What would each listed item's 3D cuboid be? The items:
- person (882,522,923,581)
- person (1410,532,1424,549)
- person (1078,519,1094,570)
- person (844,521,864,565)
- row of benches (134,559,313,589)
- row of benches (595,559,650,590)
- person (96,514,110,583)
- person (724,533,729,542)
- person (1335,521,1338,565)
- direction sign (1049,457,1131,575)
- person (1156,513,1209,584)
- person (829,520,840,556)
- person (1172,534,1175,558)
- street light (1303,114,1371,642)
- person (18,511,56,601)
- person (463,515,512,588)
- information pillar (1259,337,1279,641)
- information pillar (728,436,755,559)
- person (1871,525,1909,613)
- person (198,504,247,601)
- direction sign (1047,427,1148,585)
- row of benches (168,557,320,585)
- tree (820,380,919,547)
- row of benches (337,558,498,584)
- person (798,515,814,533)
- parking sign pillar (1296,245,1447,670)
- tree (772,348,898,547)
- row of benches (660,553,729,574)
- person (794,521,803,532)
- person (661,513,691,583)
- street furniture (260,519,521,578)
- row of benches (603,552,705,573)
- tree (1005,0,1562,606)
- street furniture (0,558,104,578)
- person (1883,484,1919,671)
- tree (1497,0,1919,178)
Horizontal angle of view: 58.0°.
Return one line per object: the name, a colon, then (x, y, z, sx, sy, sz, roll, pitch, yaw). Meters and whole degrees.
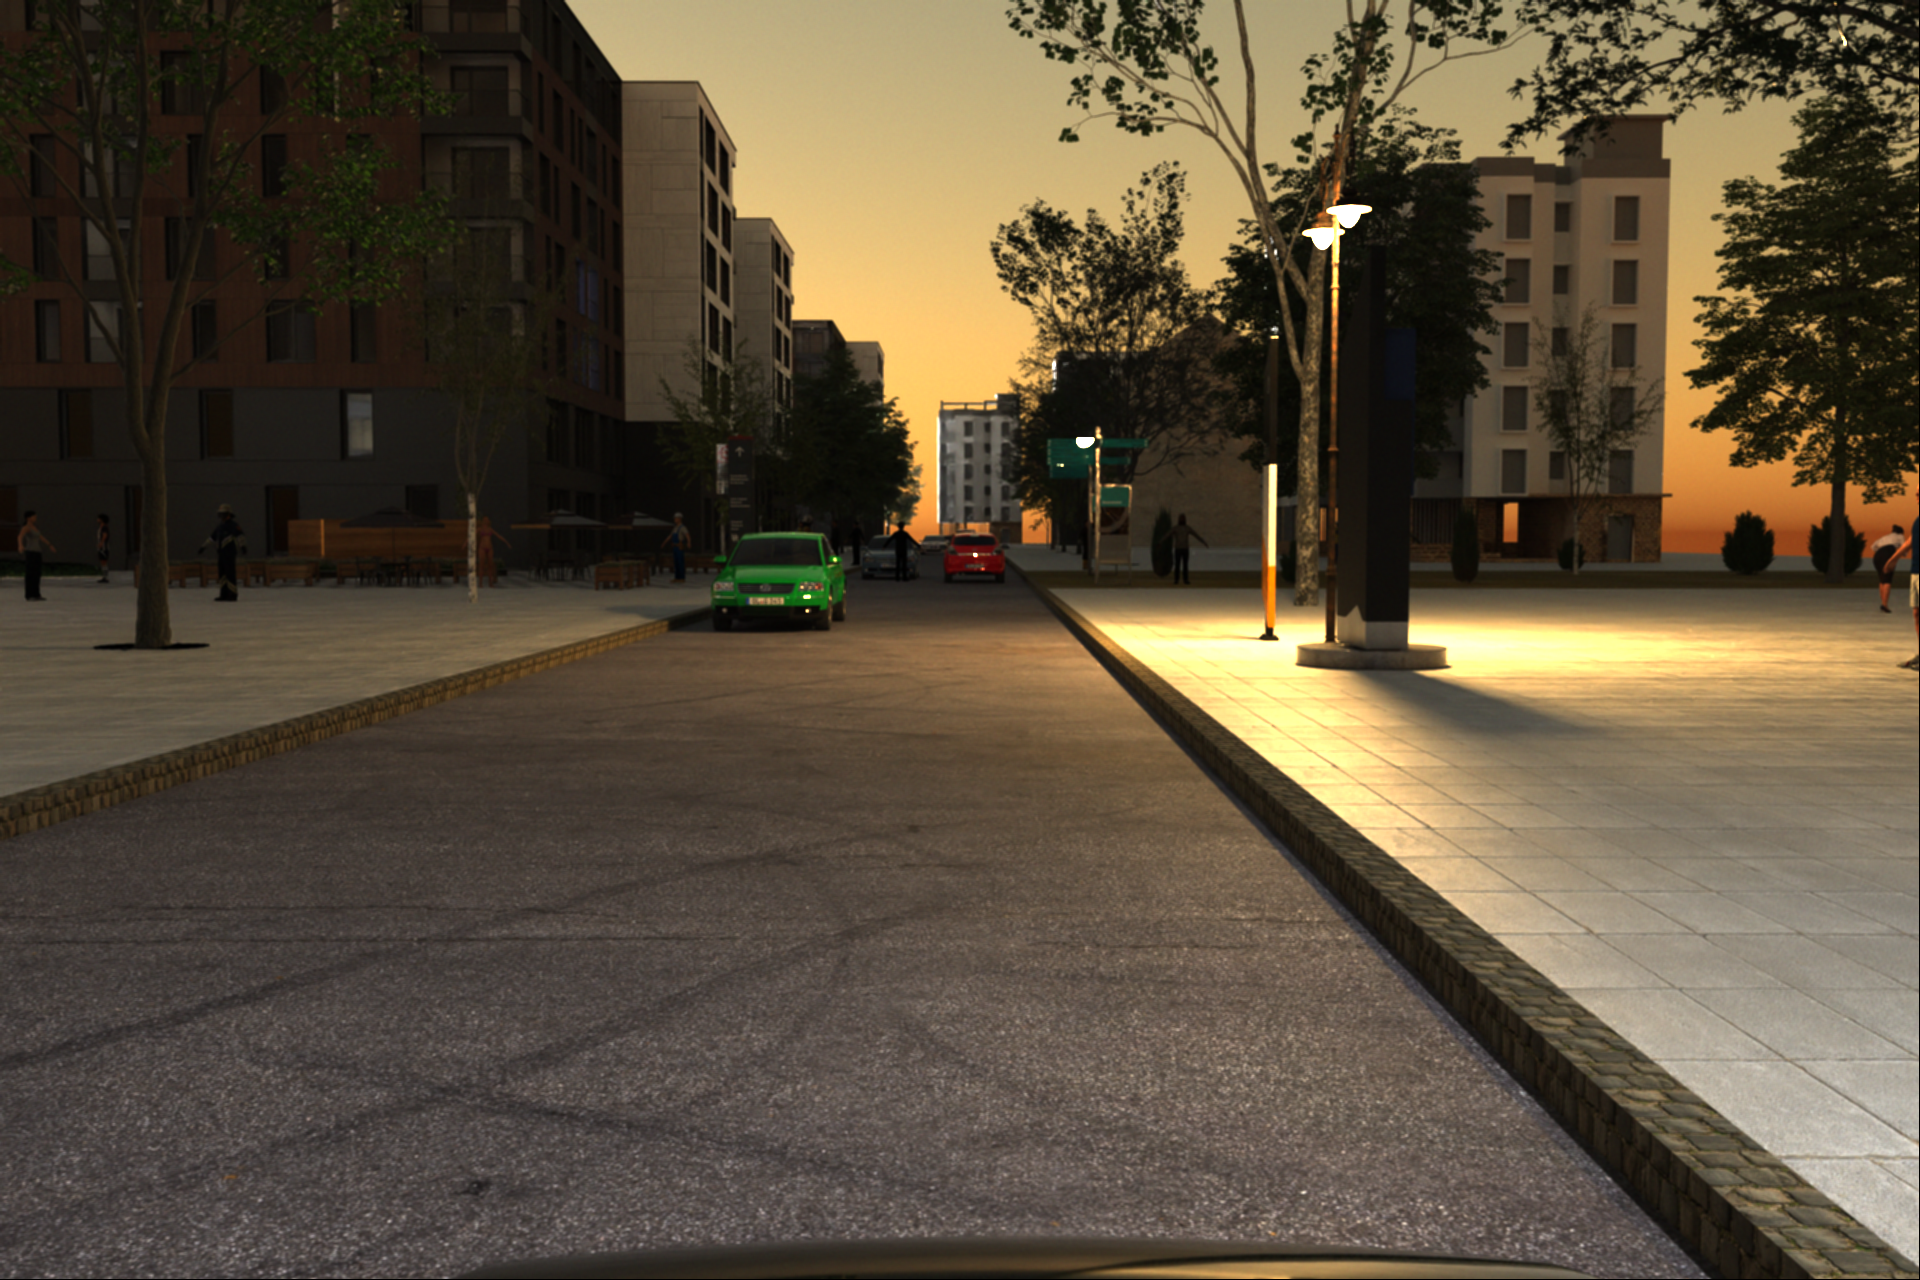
person: (-1.764, -2.680, 52.458, 1.347, 1.806, 0.705, 1, 4, 21)
person: (11.736, -2.458, 46.465, 1.348, 1.796, 0.705, 2, 4, 24)
person: (4.622, -3.456, 62.647, 0.704, 1.812, 1.346, 3, 5, 39)
person: (-4.284, -3.984, 71.080, 0.705, 1.837, 1.347, 2, 4, 31)
row of benches: (-17.707, -1.619, 41.937, 4.104, 0.672, 1.422, -2, 4, -30)
row of benches: (-8.057, -1.585, 41.378, 1.422, 0.672, 4.104, 0, 4, -1)
person: (-22.655, -2.422, 45.744, 0.704, 1.843, 1.345, -2, 4, -28)
person: (-9.326, -4.023, 72.242, 1.216, 1.772, 0.721, 1, 4, 19)
person: (15.797, -4.055, 72.273, 0.705, 1.833, 1.349, 0, 4, 0)
direction sign: (4.026, -3.936, 53.117, 2.525, 3.948, 1.411, 0, 4, 0)
person: (5.683, -2.337, 44.337, 1.348, 1.813, 0.705, 0, 4, -2)
person: (-4.552, -3.474, 63.020, 0.704, 1.802, 1.346, 0, 4, 7)
person: (8.859, -3.919, 73.345, 0.599, 1.433, 0.991, 0, 4, -7)
street light: (4.248, -2.868, 19.684, 0.468, 5.910, 1.993, 0, 4, 1)
person: (-17.822, -1.628, 33.430, 0.721, 1.737, 1.217, 0, 4, 1)
person: (-11.339, -2.123, 41.508, 1.217, 1.733, 0.721, -3, 4, -37)
information pillar: (3.737, -1.807, 20.893, 0.183, 3.616, 0.504, 0, 4, 1)
information pillar: (-5.813, -3.473, 46.166, 0.750, 3.857, 0.750, 0, 4, 0)
person: (15.235, -1.167, 28.318, 0.628, 1.438, 0.799, 1, 4, 17)
person: (-14.011, -1.662, 33.034, 1.351, 1.845, 0.704, 2, 4, 31)
direction sign: (3.430, -3.301, 42.731, 2.525, 3.948, 1.411, 0, 4, 0)
row of benches: (-18.625, -1.829, 45.360, 1.422, 0.672, 4.104, 3, 4, 36)
tree: (-7.935, -14.169, 138.315, 9.857, 13.997, 8.962, 0, 3, 0)
row of benches: (-13.980, -1.807, 45.001, 4.104, 0.672, 1.422, -1, 4, -10)
person: (-4.555, -2.833, 52.088, 0.705, 1.858, 1.354, -1, 4, -21)
parking sign pillar: (4.038, -1.739, 16.902, 1.447, 3.967, 1.447, 0, 4, 0)
tree: (-7.630, -11.461, 105.516, 7.486, 12.596, 7.792, 0, 3, 0)
row of benches: (-8.049, -2.475, 55.925, 4.104, 0.672, 1.422, 2, 4, 32)
person: (-6.510, -3.950, 70.767, 1.347, 1.806, 0.705, 0, 4, 5)
person: (-7.437, -2.435, 45.671, 0.705, 1.847, 1.347, -3, 5, -42)
street furniture: (-18.771, -2.836, 53.216, 9.812, 1.723, 11.010, -2, 4, -33)
row of benches: (-10.454, -2.649, 58.769, 4.104, 0.672, 1.422, 2, 4, 29)
tree: (5.806, -10.764, 31.884, 12.611, 20.169, 13.585, 0, 3, 0)
street furniture: (-30.549, -2.332, 53.759, 5.734, 0.657, 10.072, -3, 4, -37)
person: (9.107, -0.623, 16.354, 0.704, 1.807, 1.345, 0, 4, 7)
tree: (6.391, -4.638, 10.247, 7.601, 10.594, 8.767, -1, 4, -11)
